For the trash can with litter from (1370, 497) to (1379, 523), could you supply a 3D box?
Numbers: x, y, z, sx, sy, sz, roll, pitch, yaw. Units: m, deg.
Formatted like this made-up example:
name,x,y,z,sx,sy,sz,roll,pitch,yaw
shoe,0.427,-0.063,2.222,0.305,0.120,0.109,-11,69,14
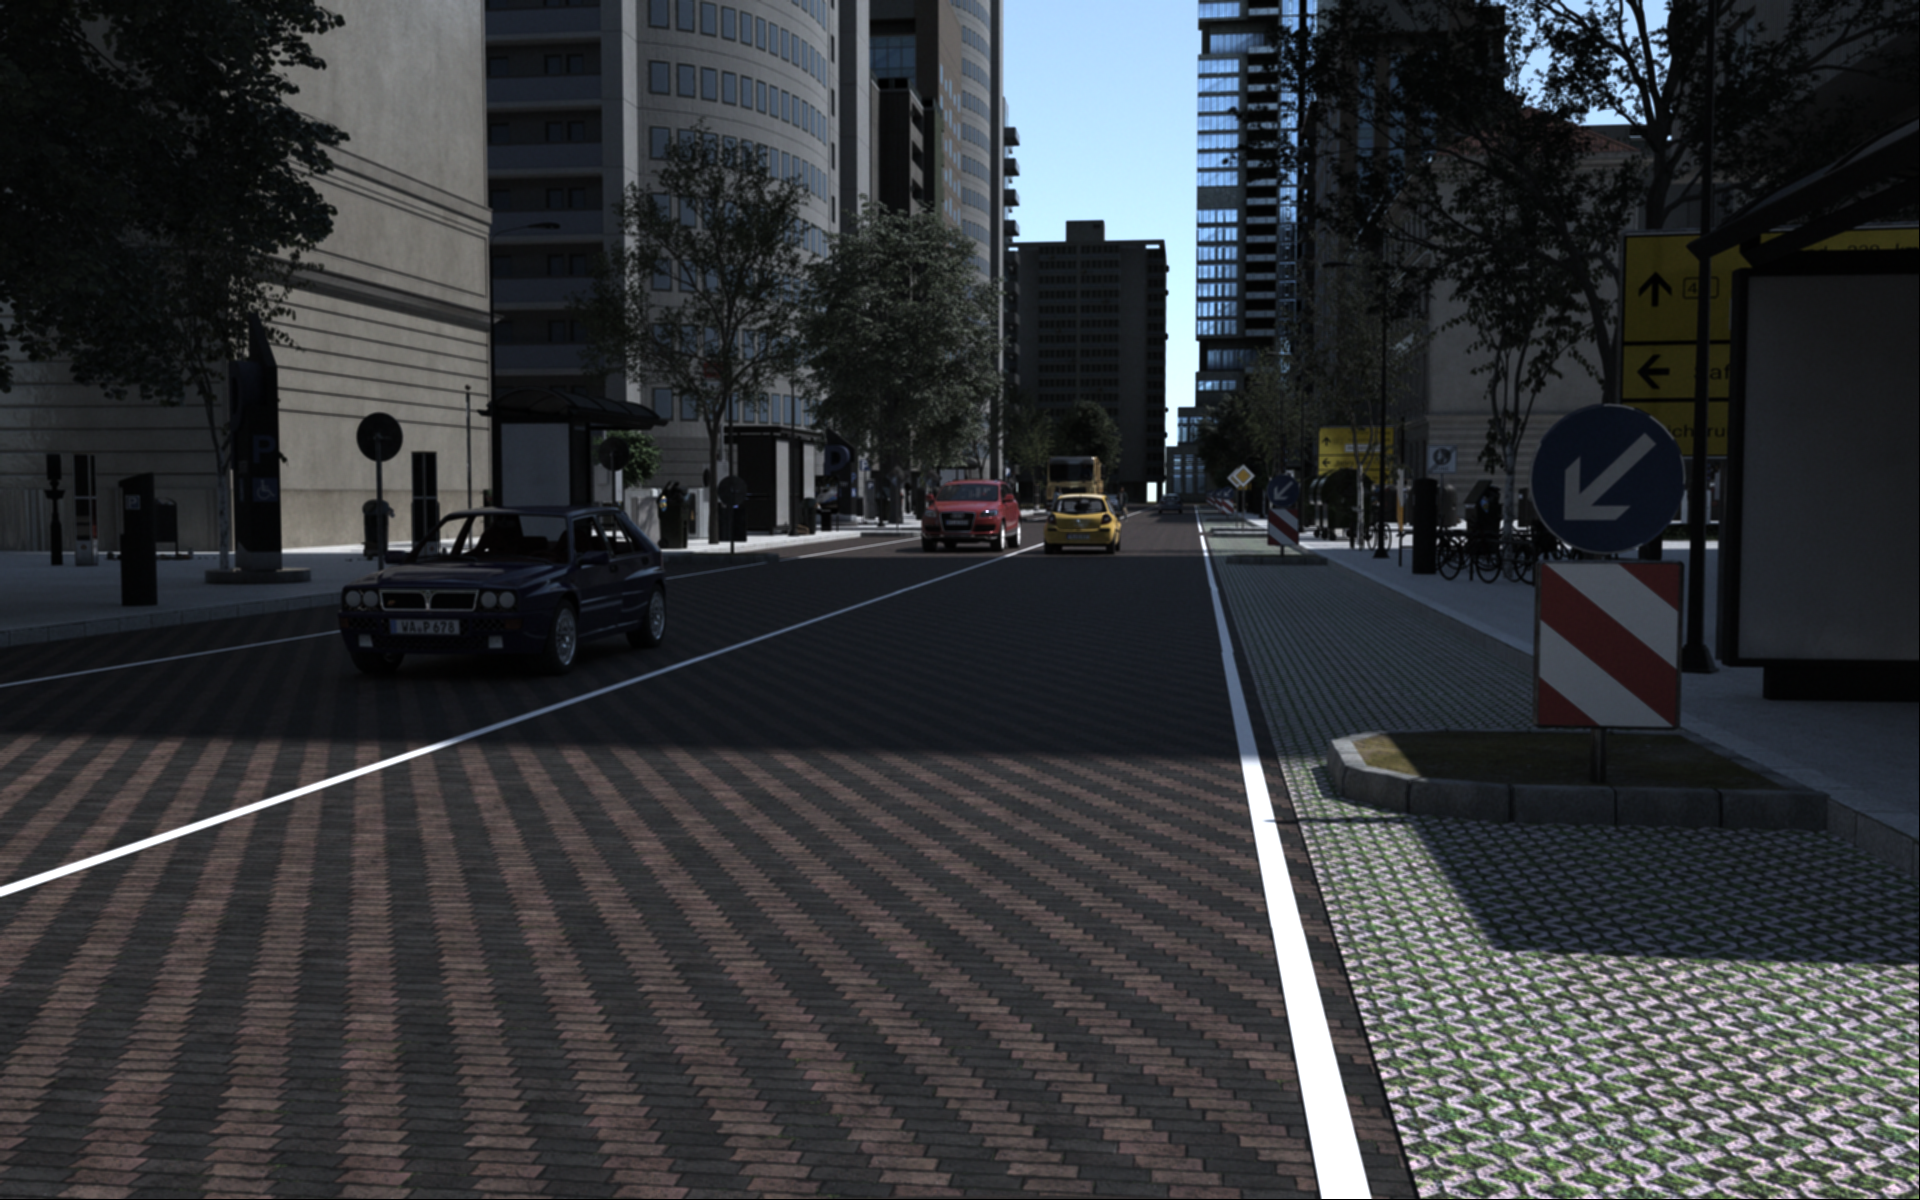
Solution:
name,x,y,z,sx,sy,sz,roll,pitch,yaw
trash can with litter,16.174,-3.529,69.079,1.055,1.170,0.624,-1,4,-18

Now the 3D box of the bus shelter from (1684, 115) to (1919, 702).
name,x,y,z,sx,sy,sz,roll,pitch,yaw
bus shelter,5.244,-0.872,8.186,2.014,3.302,5.546,0,4,7

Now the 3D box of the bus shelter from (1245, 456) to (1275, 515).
name,x,y,z,sx,sy,sz,roll,pitch,yaw
bus shelter,19.191,-7.302,110.673,1.731,3.624,6.357,0,4,7

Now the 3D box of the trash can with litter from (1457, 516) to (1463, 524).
name,x,y,z,sx,sy,sz,roll,pitch,yaw
trash can with litter,21.284,-3.911,75.335,1.055,1.170,0.624,0,4,-6

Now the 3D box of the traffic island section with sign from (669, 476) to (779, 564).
name,x,y,z,sx,sy,sz,roll,pitch,yaw
traffic island section with sign,-4.901,-1.709,36.565,1.989,1.847,2.006,0,4,8

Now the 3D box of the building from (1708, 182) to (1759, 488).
name,x,y,z,sx,sy,sz,roll,pitch,yaw
building,91.615,-45.846,187.837,20.611,71.187,20.563,0,4,8

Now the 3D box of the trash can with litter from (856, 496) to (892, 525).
name,x,y,z,sx,sy,sz,roll,pitch,yaw
trash can with litter,-3.970,-3.759,72.516,2.233,1.210,1.678,1,4,13

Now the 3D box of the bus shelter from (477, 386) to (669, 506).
name,x,y,z,sx,sy,sz,roll,pitch,yaw
bus shelter,-7.742,-2.533,35.333,2.014,3.302,5.546,0,4,8

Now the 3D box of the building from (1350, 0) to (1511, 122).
name,x,y,z,sx,sy,sz,roll,pitch,yaw
building,40.081,-30.817,153.973,14.600,45.320,14.200,0,4,8

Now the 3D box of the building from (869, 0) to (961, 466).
name,x,y,z,sx,sy,sz,roll,pitch,yaw
building,-7.655,-30.605,150.495,14.600,45.320,14.200,0,4,8

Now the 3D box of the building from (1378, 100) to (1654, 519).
name,x,y,z,sx,sy,sz,roll,pitch,yaw
building,30.456,-16.010,97.925,11.583,22.565,21.152,0,4,8

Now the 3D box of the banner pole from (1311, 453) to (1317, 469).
name,x,y,z,sx,sy,sz,roll,pitch,yaw
banner pole,21.815,-7.120,106.426,0.863,3.779,0.401,3,5,40

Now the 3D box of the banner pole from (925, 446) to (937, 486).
name,x,y,z,sx,sy,sz,roll,pitch,yaw
banner pole,-1.444,-6.086,89.530,0.863,3.779,0.401,-1,4,-10

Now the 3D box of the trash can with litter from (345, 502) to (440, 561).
name,x,y,z,sx,sy,sz,roll,pitch,yaw
trash can with litter,-10.848,-1.392,33.814,2.233,1.210,1.678,-2,4,-24

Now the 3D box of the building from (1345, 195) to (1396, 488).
name,x,y,z,sx,sy,sz,roll,pitch,yaw
building,35.728,-18.586,122.942,14.314,24.678,30.058,0,4,8

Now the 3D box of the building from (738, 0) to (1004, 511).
name,x,y,z,sx,sy,sz,roll,pitch,yaw
building,-7.657,-38.538,172.090,21.231,58.520,28.212,0,4,8

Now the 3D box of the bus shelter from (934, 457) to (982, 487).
name,x,y,z,sx,sy,sz,roll,pitch,yaw
bus shelter,-0.138,-6.209,95.442,2.014,3.302,5.546,0,4,8

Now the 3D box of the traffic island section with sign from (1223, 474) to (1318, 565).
name,x,y,z,sx,sy,sz,roll,pitch,yaw
traffic island section with sign,6.494,-1.650,35.612,1.989,1.847,2.006,0,4,8

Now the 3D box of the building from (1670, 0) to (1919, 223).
name,x,y,z,sx,sy,sz,roll,pitch,yaw
building,28.444,-26.684,25.530,28.713,52.752,27.495,0,4,8

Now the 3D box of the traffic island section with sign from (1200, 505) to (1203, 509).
name,x,y,z,sx,sy,sz,roll,pitch,yaw
traffic island section with sign,17.449,-6.639,117.182,1.989,1.847,2.006,0,4,8

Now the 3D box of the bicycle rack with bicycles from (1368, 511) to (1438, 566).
name,x,y,z,sx,sy,sz,roll,pitch,yaw
bicycle rack with bicycles,8.905,-1.000,29.736,2.925,0.926,2.852,0,4,-2

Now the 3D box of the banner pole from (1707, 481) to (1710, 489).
name,x,y,z,sx,sy,sz,roll,pitch,yaw
banner pole,53.494,-8.195,124.006,0.863,3.779,0.401,-2,4,-28

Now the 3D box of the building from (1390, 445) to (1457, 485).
name,x,y,z,sx,sy,sz,roll,pitch,yaw
building,66.223,-28.241,233.444,14.107,30.474,14.160,0,4,8

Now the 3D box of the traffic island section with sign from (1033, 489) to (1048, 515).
name,x,y,z,sx,sy,sz,roll,pitch,yaw
traffic island section with sign,6.085,-6.713,118.379,1.989,1.847,2.006,0,4,8

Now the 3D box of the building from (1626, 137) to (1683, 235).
name,x,y,z,sx,sy,sz,roll,pitch,yaw
building,89.098,-37.645,235.098,30.456,49.044,23.786,0,4,8

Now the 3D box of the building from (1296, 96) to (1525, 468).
name,x,y,z,sx,sy,sz,roll,pitch,yaw
building,48.610,-32.750,190.079,22.147,44.769,28.867,0,4,8

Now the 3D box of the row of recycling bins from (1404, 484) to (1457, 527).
name,x,y,z,sx,sy,sz,roll,pitch,yaw
row of recycling bins,18.998,-3.829,69.714,1.069,1.692,3.534,0,4,-6

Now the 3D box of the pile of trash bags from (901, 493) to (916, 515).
name,x,y,z,sx,sy,sz,roll,pitch,yaw
pile of trash bags,-2.517,-5.914,106.453,3.447,1.369,1.912,2,4,23

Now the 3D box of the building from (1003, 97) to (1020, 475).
name,x,y,z,sx,sy,sz,roll,pitch,yaw
building,-8.727,-35.519,200.347,30.456,49.044,23.786,0,4,8

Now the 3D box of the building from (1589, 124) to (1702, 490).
name,x,y,z,sx,sy,sz,roll,pitch,yaw
building,74.739,-31.234,194.265,14.086,41.232,14.154,0,4,8

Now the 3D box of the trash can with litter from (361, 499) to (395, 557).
name,x,y,z,sx,sy,sz,roll,pitch,yaw
trash can with litter,-12.092,-1.503,35.960,0.624,1.170,1.055,-1,4,-13

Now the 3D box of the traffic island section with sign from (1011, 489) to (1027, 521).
name,x,y,z,sx,sy,sz,roll,pitch,yaw
traffic island section with sign,2.501,-5.079,91.662,1.989,1.847,2.006,0,4,8

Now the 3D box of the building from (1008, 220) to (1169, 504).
name,x,y,z,sx,sy,sz,roll,pitch,yaw
building,17.808,-34.054,248.655,23.993,40.220,32.217,0,4,8

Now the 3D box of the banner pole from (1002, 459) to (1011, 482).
name,x,y,z,sx,sy,sz,roll,pitch,yaw
banner pole,3.387,-8.218,124.384,0.863,3.779,0.401,-3,4,-36

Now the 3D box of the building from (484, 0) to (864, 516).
name,x,y,z,sx,sy,sz,roll,pitch,yaw
building,-17.701,-33.607,91.478,21.231,58.520,28.212,0,4,8

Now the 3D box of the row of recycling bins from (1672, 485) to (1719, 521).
name,x,y,z,sx,sy,sz,roll,pitch,yaw
row of recycling bins,35.804,-4.663,83.350,3.534,1.692,1.069,1,4,15

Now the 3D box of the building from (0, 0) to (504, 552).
name,x,y,z,sx,sy,sz,roll,pitch,yaw
building,-29.222,-13.050,46.659,30.059,22.955,16.112,0,4,8

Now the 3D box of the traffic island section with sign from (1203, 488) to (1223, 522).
name,x,y,z,sx,sy,sz,roll,pitch,yaw
traffic island section with sign,13.860,-5.005,90.466,1.989,1.847,2.006,0,4,8

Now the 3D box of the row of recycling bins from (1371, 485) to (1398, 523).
name,x,y,z,sx,sy,sz,roll,pitch,yaw
row of recycling bins,19.348,-4.355,78.322,1.069,1.692,3.534,-1,4,-21

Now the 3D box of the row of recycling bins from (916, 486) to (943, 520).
name,x,y,z,sx,sy,sz,roll,pitch,yaw
row of recycling bins,-1.169,-4.877,86.854,1.069,1.692,3.534,2,4,24

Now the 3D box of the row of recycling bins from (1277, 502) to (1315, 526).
name,x,y,z,sx,sy,sz,roll,pitch,yaw
row of recycling bins,13.795,-3.816,69.499,1.069,1.692,3.534,3,5,42

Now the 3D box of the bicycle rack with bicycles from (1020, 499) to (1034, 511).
name,x,y,z,sx,sy,sz,roll,pitch,yaw
bicycle rack with bicycles,4.235,-7.100,129.472,2.852,0.926,2.925,1,4,23

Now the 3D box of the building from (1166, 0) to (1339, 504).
name,x,y,z,sx,sy,sz,roll,pitch,yaw
building,44.494,-56.679,239.378,31.000,86.520,22.319,0,4,8

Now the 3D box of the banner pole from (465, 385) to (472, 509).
name,x,y,z,sx,sy,sz,roll,pitch,yaw
banner pole,-11.192,-3.023,39.444,0.401,3.779,0.863,-1,4,-12

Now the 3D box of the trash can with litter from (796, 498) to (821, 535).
name,x,y,z,sx,sy,sz,roll,pitch,yaw
trash can with litter,-4.782,-2.628,54.353,0.624,1.170,1.055,1,4,10

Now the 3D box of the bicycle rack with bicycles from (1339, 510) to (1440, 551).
name,x,y,z,sx,sy,sz,roll,pitch,yaw
bicycle rack with bicycles,9.938,-1.599,39.520,2.852,0.926,2.925,1,4,16

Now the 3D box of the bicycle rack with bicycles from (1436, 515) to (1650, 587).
name,x,y,z,sx,sy,sz,roll,pitch,yaw
bicycle rack with bicycles,8.541,-0.701,24.839,2.852,0.926,2.925,-1,4,-11

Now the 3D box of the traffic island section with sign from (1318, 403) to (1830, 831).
name,x,y,z,sx,sy,sz,roll,pitch,yaw
traffic island section with sign,2.835,0.015,8.390,1.989,1.847,2.006,0,4,8

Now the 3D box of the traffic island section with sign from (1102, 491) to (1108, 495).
name,x,y,z,sx,sy,sz,roll,pitch,yaw
traffic island section with sign,16.438,-11.425,195.422,1.989,1.847,2.006,0,4,8

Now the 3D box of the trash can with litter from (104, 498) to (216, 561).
name,x,y,z,sx,sy,sz,roll,pitch,yaw
trash can with litter,-15.929,-1.395,33.865,2.233,1.210,1.678,0,4,-2

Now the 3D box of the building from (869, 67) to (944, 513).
name,x,y,z,sx,sy,sz,roll,pitch,yaw
building,-9.019,-21.394,121.494,14.160,30.474,14.107,0,4,8

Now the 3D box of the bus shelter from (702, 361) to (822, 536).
name,x,y,z,sx,sy,sz,roll,pitch,yaw
bus shelter,-6.338,-4.714,54.714,2.179,5.291,8.768,0,4,8

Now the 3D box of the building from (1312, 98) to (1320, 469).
name,x,y,z,sx,sy,sz,roll,pitch,yaw
building,42.015,-31.707,168.520,14.600,45.320,14.200,0,4,8

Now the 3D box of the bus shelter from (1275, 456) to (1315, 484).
name,x,y,z,sx,sy,sz,roll,pitch,yaw
bus shelter,18.403,-6.221,95.630,2.014,3.302,5.546,0,4,8
